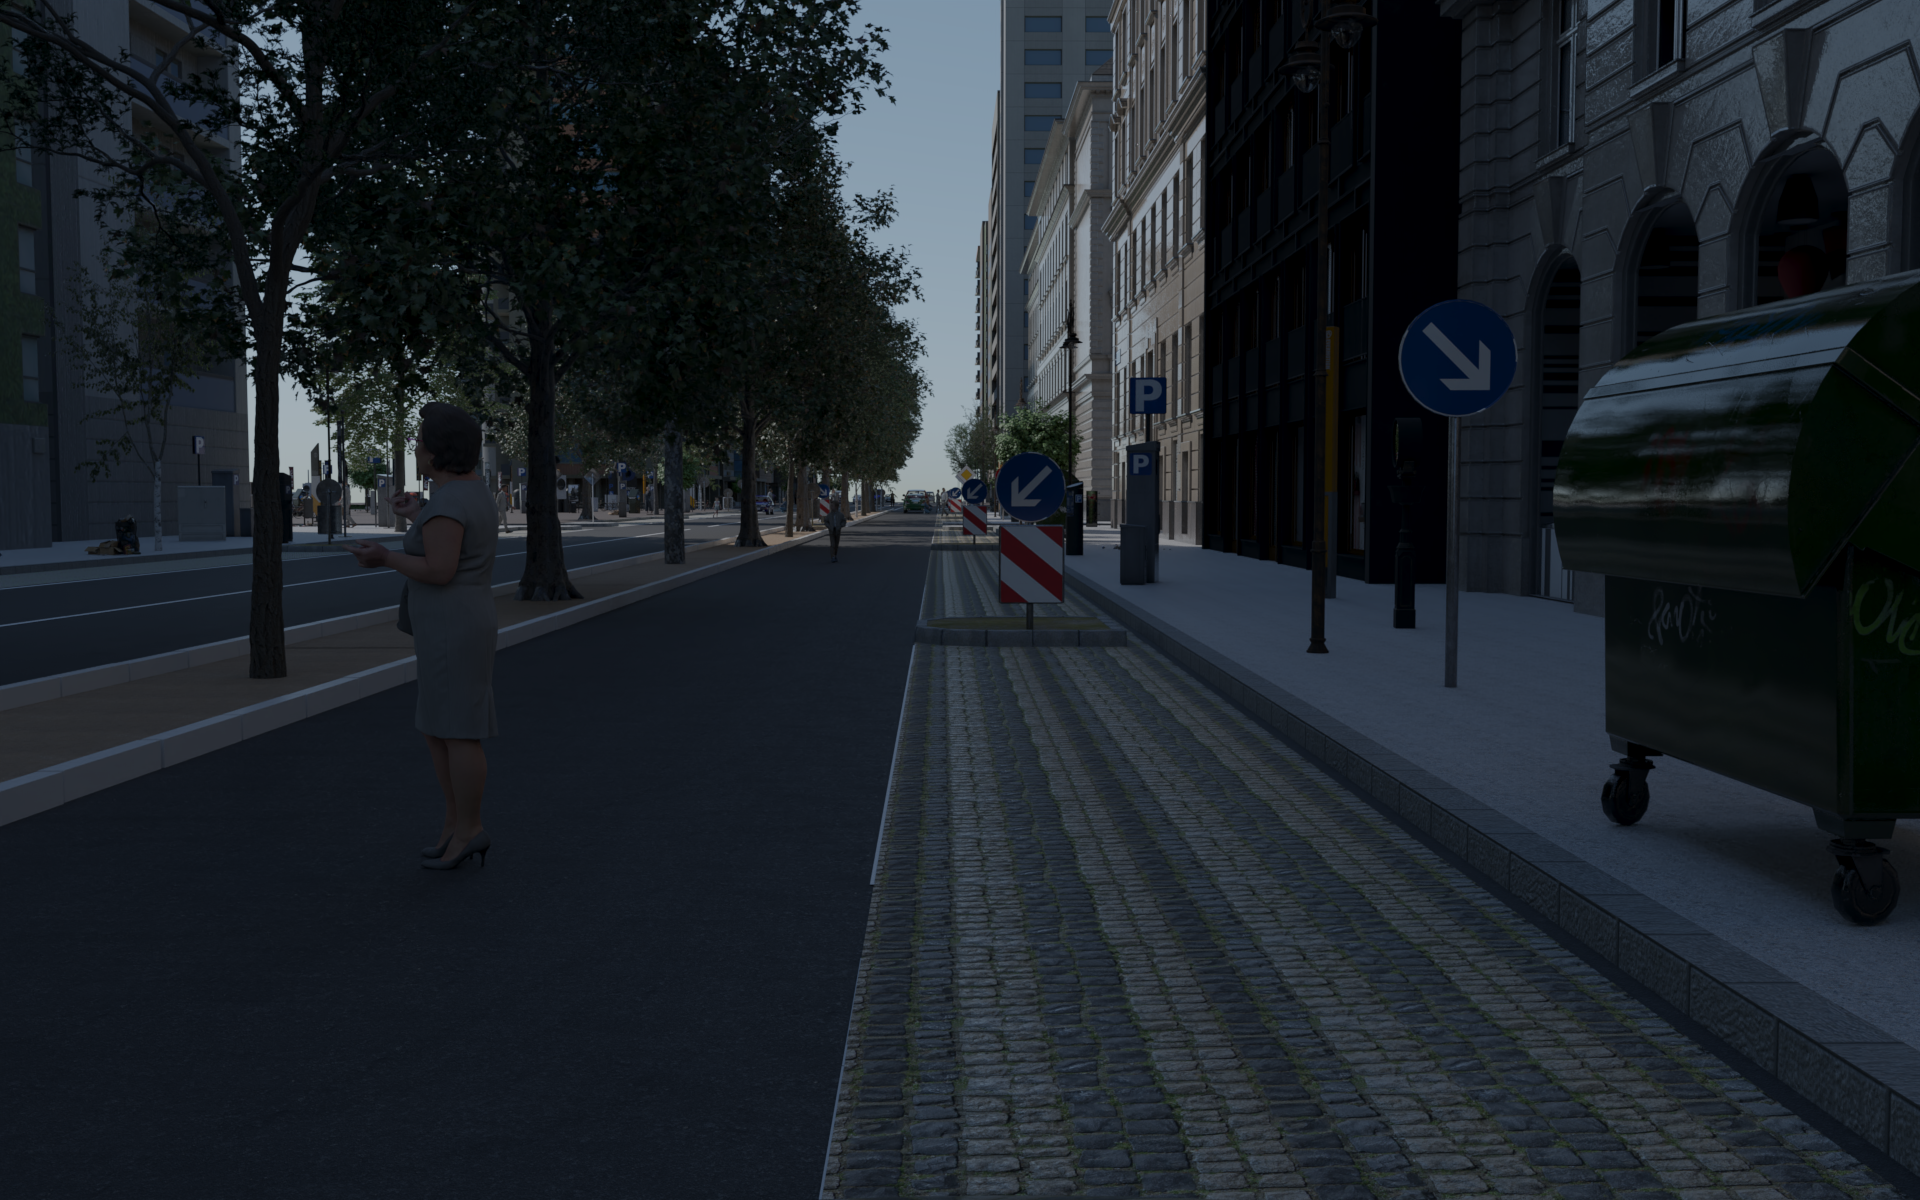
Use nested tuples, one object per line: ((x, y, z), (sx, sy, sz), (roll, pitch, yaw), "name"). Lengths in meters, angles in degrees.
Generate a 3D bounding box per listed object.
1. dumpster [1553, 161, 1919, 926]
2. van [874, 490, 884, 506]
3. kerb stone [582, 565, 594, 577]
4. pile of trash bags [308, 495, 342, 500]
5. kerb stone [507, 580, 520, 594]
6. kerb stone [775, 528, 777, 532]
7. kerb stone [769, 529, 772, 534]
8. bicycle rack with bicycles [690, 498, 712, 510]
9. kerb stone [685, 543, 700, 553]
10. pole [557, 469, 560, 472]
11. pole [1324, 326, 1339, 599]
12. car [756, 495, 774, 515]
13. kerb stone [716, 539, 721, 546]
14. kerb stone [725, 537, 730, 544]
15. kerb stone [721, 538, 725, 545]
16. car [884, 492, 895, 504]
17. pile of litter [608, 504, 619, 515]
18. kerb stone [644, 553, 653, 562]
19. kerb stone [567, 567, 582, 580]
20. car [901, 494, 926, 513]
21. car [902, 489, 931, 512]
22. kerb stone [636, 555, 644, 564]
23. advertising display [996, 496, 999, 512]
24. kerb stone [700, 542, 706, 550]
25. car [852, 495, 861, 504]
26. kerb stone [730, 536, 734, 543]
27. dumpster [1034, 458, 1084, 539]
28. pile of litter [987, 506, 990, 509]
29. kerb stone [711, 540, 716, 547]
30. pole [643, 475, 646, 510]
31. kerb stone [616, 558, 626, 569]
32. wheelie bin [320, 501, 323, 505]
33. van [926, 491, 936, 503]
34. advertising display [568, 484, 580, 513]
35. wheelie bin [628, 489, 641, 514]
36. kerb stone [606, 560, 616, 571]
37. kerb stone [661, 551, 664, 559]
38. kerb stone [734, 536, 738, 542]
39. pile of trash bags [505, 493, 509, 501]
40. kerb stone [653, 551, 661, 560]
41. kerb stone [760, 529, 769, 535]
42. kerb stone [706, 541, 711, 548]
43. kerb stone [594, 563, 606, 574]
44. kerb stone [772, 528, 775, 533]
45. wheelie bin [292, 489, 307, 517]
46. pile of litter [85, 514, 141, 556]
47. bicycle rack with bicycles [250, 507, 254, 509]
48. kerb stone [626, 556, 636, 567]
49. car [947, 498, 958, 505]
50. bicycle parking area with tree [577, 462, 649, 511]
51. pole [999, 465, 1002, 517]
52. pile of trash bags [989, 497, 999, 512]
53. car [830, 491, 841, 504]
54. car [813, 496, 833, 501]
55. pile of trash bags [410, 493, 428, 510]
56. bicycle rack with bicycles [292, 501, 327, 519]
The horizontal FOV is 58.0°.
((3.090, -0.207, 5.873), (1.502, 2.255, 1.985), (0, 4, -1), "dumpster")
((-9.716, -11.856, 198.225), (2.240, 2.365, 5.245), (0, 4, 0), "van")
((-6.560, -0.481, 30.061), (0.120, 0.150, 1.000), (0, 4, -1), "kerb stone")
((-45.327, -6.940, 123.213), (3.447, 1.369, 1.912), (-2, 4, -33), "pile of trash bags")
((-6.496, -0.168, 24.941), (0.120, 0.150, 1.000), (0, 4, -1), "kerb stone")
((-6.933, -2.550, 63.884), (0.120, 0.150, 1.000), (0, 4, -1), "kerb stone")
((-6.914, -2.424, 61.830), (0.120, 0.150, 1.000), (0, 4, -1), "kerb stone")
((-22.022, -7.845, 141.655), (2.852, 0.926, 2.925), (-3, 5, -41), "bicycle rack with bicycles")
((-6.708, -1.295, 43.391), (0.120, 0.150, 1.000), (0, 4, -1), "kerb stone")
((-32.960, -9.082, 142.338), (0.158, 3.312, 0.155), (0, 3, 0), "pole")
((4.526, -1.675, 21.231), (0.158, 3.312, 0.155), (0, 3, 0), "pole")
((-13.928, -6.581, 120.181), (1.945, 1.354, 3.894), (0, 4, 0), "car")
((-6.748, -1.544, 47.487), (0.120, 0.150, 1.000), (0, 4, -1), "kerb stone")
((-6.775, -1.665, 49.548), (0.120, 0.150, 1.000), (0, 4, -1), "kerb stone")
((-6.764, -1.609, 48.516), (0.120, 0.150, 1.000), (0, 4, -1), "kerb stone")
((-10.765, -15.526, 263.641), (2.009, 1.686, 4.222), (0, 4, -1), "car")
((-20.763, -5.565, 104.947), (1.176, 0.858, 1.719), (0, 4, 0), "pile of litter")
((-6.625, -0.858, 36.220), (0.120, 0.150, 1.000), (0, 4, -1), "kerb stone")
((-6.546, -0.419, 29.039), (0.120, 0.150, 1.000), (0, 4, -1), "kerb stone")
((-3.388, -7.303, 131.210), (2.131, 1.459, 4.920), (0, 4, -2), "car")
((-3.466, -7.934, 138.386), (2.281, 1.827, 5.304), (0, 4, -2), "car")
((-6.615, -0.795, 35.196), (0.120, 0.150, 1.000), (0, 4, -1), "kerb stone")
((2.617, -7.169, 122.427), (0.123, 1.923, 0.974), (-1, 4, -10), "advertising display")
((-6.709, -1.359, 44.413), (0.120, 0.150, 1.000), (0, 4, -1), "kerb stone")
((-15.025, -14.989, 257.428), (2.083, 1.381, 4.827), (0, 4, -3), "car")
((-6.787, -1.736, 50.572), (0.120, 0.150, 1.000), (0, 4, -1), "kerb stone")
((2.590, -2.755, 47.536), (1.502, 2.255, 1.985), (0, 4, -1), "dumpster")
((2.713, -8.365, 150.729), (1.176, 0.858, 1.719), (0, 4, 3), "pile of litter")
((-6.739, -1.482, 46.458), (0.120, 0.150, 1.000), (0, 4, -1), "kerb stone")
((-26.159, -9.158, 143.574), (0.158, 3.312, 0.155), (0, 3, 0), "pole")
((-6.588, -0.669, 33.142), (0.120, 0.150, 1.000), (0, 4, -1), "kerb stone")
((-44.259, -6.820, 119.411), (0.980, 1.594, 0.693), (1, 4, 20), "wheelie bin")
((-4.711, -16.041, 269.285), (2.013, 2.044, 4.112), (0, 4, -1), "van")
((-25.796, -6.758, 115.709), (0.974, 1.923, 0.123), (2, 4, 32), "advertising display")
((-21.468, -6.503, 114.237), (0.980, 1.594, 0.693), (2, 4, 23), "wheelie bin")
((-6.575, -0.607, 32.112), (0.120, 0.150, 1.000), (0, 4, -1), "kerb stone")
((-6.650, -0.978, 38.268), (0.120, 0.150, 1.000), (0, 4, -1), "kerb stone")
((-6.797, -1.798, 51.594), (0.120, 0.150, 1.000), (0, 4, -1), "kerb stone")
((-34.973, -7.245, 128.212), (3.447, 1.369, 1.912), (1, 4, 11), "pile of trash bags")
((-6.633, -0.920, 37.244), (0.120, 0.150, 1.000), (0, 4, -1), "kerb stone")
((-6.900, -2.362, 60.807), (0.120, 0.150, 1.000), (0, 4, -1), "kerb stone")
((-6.729, -1.421, 45.435), (0.120, 0.150, 1.000), (0, 4, -1), "kerb stone")
((-6.562, -0.544, 31.086), (0.120, 0.150, 1.000), (0, 4, -1), "kerb stone")
((-6.922, -2.487, 62.861), (0.120, 0.150, 1.000), (0, 4, -1), "kerb stone")
((-37.514, -5.541, 98.500), (0.980, 1.594, 0.693), (3, 5, 39), "wheelie bin")
((-17.987, -1.397, 36.805), (1.176, 0.858, 1.719), (-1, 4, -11), "pile of litter")
((-36.410, -4.431, 85.834), (2.925, 0.926, 2.852), (-1, 4, -21), "bicycle rack with bicycles")
((-6.601, -0.732, 34.169), (0.120, 0.150, 1.000), (0, 4, -1), "kerb stone")
((-1.190, -11.138, 194.110), (2.014, 1.417, 4.499), (0, 4, -1), "car")
((-27.979, -8.892, 132.378), (9.016, 4.147, 8.231), (1, 4, 21), "bicycle parking area with tree")
((2.305, -6.404, 98.546), (0.158, 3.312, 0.155), (0, 3, 0), "pole")
((3.074, -7.058, 125.156), (1.912, 1.369, 3.447), (0, 4, 0), "pile of trash bags")
((-14.914, -12.553, 213.909), (2.281, 1.827, 5.304), (0, 4, -2), "car")
((-9.912, -6.912, 125.596), (1.945, 1.354, 3.894), (0, 4, 1), "car")
((-35.396, -6.450, 115.210), (3.447, 1.369, 1.912), (2, 4, 29), "pile of trash bags")
((-34.504, -4.763, 91.254), (2.925, 0.926, 2.852), (-3, 4, -36), "bicycle rack with bicycles")
